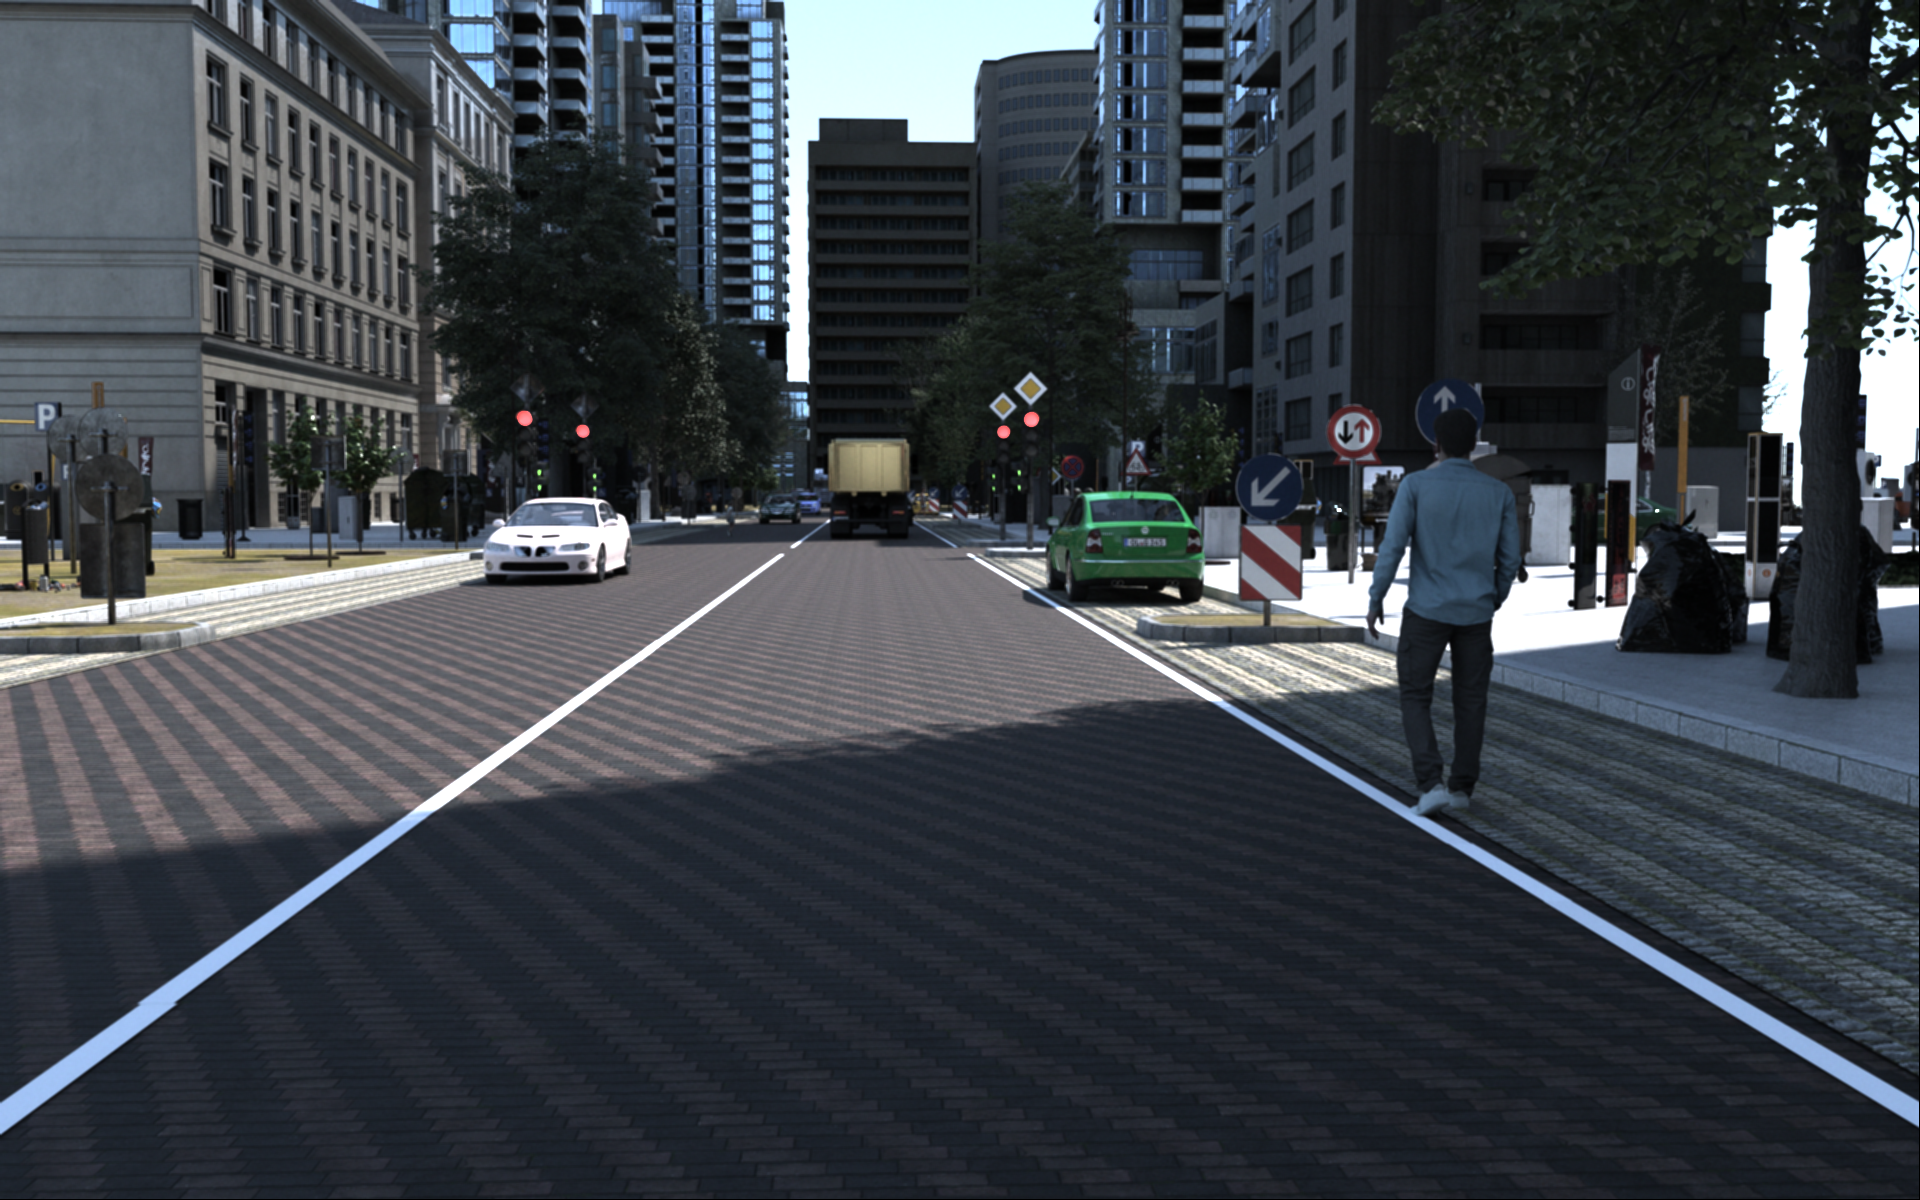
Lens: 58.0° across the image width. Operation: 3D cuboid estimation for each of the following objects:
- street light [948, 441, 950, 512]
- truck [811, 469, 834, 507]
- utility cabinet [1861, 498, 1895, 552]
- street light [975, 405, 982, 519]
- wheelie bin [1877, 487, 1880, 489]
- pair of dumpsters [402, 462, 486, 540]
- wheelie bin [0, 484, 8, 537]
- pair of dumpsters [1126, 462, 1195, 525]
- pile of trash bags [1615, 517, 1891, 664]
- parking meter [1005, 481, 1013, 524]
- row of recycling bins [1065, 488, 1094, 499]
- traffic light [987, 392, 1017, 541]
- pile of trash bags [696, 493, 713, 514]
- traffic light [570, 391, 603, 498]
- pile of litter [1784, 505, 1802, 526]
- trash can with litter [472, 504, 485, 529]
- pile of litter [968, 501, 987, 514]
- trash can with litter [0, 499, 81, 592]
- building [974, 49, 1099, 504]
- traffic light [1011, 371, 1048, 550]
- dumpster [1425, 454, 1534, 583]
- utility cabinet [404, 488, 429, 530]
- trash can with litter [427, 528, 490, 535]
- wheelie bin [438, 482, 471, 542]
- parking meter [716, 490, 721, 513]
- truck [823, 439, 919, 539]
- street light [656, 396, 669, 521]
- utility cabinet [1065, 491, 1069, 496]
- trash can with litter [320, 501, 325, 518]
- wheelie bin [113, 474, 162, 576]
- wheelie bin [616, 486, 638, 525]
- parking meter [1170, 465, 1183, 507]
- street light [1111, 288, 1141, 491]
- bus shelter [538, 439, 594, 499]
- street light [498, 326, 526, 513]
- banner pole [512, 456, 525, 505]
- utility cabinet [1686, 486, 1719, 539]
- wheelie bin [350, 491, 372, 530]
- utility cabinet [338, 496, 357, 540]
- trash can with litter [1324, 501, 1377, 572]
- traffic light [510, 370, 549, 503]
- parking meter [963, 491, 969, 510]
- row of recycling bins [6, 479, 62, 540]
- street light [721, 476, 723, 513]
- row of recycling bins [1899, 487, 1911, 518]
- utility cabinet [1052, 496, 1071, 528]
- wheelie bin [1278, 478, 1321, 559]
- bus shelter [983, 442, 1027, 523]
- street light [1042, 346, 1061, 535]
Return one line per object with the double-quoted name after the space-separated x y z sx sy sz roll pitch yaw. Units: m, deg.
-0.768 -9.158 122.516 0.468 5.910 1.993 0 4 -3 "street light"
-14.709 -12.189 189.045 2.967 4.110 18.799 0 4 -5 "truck"
15.126 -1.090 28.982 0.306 1.237 1.020 -1 4 -11 "utility cabinet"
1.022 -7.077 88.503 0.468 5.910 1.993 0 4 -3 "street light"
43.877 -4.576 82.731 0.693 1.594 0.980 3 5 44 "wheelie bin"
-14.972 -2.921 50.254 1.574 2.255 4.437 0 4 -3 "pair of dumpsters"
-28.860 -2.705 52.141 0.980 1.594 0.693 0 4 -2 "wheelie bin"
6.108 -3.046 52.290 1.574 2.255 4.437 0 4 -3 "pair of dumpsters"
6.961 -0.242 13.705 1.912 1.369 3.447 -3 5 -42 "pile of trash bags"
2.083 -4.240 75.032 0.399 1.863 0.255 3 5 41 "parking meter"
7.337 -6.681 116.350 3.534 1.692 1.069 1 4 21 "row of recycling bins"
1.163 -3.598 47.756 0.839 4.253 0.868 0 4 -3 "traffic light"
-16.880 -6.277 112.379 1.912 1.369 3.447 1 4 15 "pile of trash bags"
-10.181 -3.560 47.128 0.839 4.253 0.868 0 4 -3 "traffic light"
33.676 -3.386 69.322 1.176 0.858 1.719 1 4 9 "pile of litter"
-17.759 -3.193 63.600 0.624 1.170 1.055 -1 4 -20 "trash can with litter"
0.984 -5.969 111.550 1.719 0.858 1.176 0 4 -1 "pile of litter"
-12.297 -0.770 23.643 1.678 1.210 2.233 0 4 2 "trash can with litter"
16.417 -41.958 228.018 28.212 58.520 21.231 0 4 -3 "building"
1.595 -3.111 39.782 0.839 4.253 0.868 0 4 -3 "traffic light"
7.660 -1.224 25.774 1.264 1.857 1.865 0 4 -3 "dumpster"
-19.139 -3.202 61.029 0.318 1.500 1.173 1 4 11 "utility cabinet"
-16.162 -2.725 55.614 2.233 1.210 1.678 -2 4 -30 "trash can with litter"
-13.550 -2.360 46.497 0.693 1.594 0.980 0 4 8 "wheelie bin"
-16.662 -6.804 119.650 0.372 1.533 0.369 0 3 0 "parking meter"
-3.077 -3.877 59.318 3.469 3.379 9.791 0 4 -3 "truck"
-13.995 -6.658 81.648 0.468 5.910 1.993 0 4 -3 "street light"
6.499 -6.386 113.085 1.173 1.500 0.318 1 4 11 "utility cabinet"
-24.400 -3.377 66.602 0.624 1.170 1.055 2 4 24 "trash can with litter"
-13.116 -1.183 27.256 0.980 1.594 0.693 -2 4 -33 "wheelie bin"
-14.998 -4.332 78.734 0.980 1.594 0.693 -2 4 -31 "wheelie bin"
4.363 -1.788 34.951 0.255 1.863 0.399 1 4 10 "parking meter"
3.721 -4.054 39.074 0.468 5.910 1.993 0 4 -3 "street light"
-16.906 -5.136 75.258 1.731 3.624 6.357 0 4 -3 "bus shelter"
-12.320 -4.586 47.761 0.468 5.910 1.993 0 4 -3 "street light"
-21.580 -5.772 84.391 0.863 3.779 0.401 -2 4 -32 "banner pole"
20.740 -2.436 48.504 1.173 1.500 0.318 -2 4 -31 "utility cabinet"
-21.545 -3.321 62.200 0.693 1.594 0.980 -3 5 -42 "wheelie bin"
-17.255 -2.315 49.008 0.306 1.237 1.020 -3 5 -42 "utility cabinet"
6.629 -1.076 28.985 1.055 1.170 0.624 2 4 25 "trash can with litter"
-9.749 -3.072 39.155 0.839 4.253 0.868 0 4 -3 "traffic light"
0.411 -6.373 112.607 0.372 1.533 0.369 0 3 0 "parking meter"
-25.239 -2.542 48.668 3.534 1.692 1.069 1 4 15 "row of recycling bins"
-15.920 -8.730 115.522 0.468 5.910 1.993 0 4 -3 "street light"
50.201 -5.215 92.374 3.534 1.692 1.069 -2 4 -29 "row of recycling bins"
3.841 -3.380 66.419 1.020 1.237 0.306 0 4 5 "utility cabinet"
6.609 -1.609 34.209 0.980 1.594 0.693 0 4 -8 "wheelie bin"
2.120 -5.349 78.740 1.731 3.624 6.357 0 4 -3 "bus shelter"
2.852 -4.986 54.313 0.468 5.910 1.993 0 4 -3 "street light"
